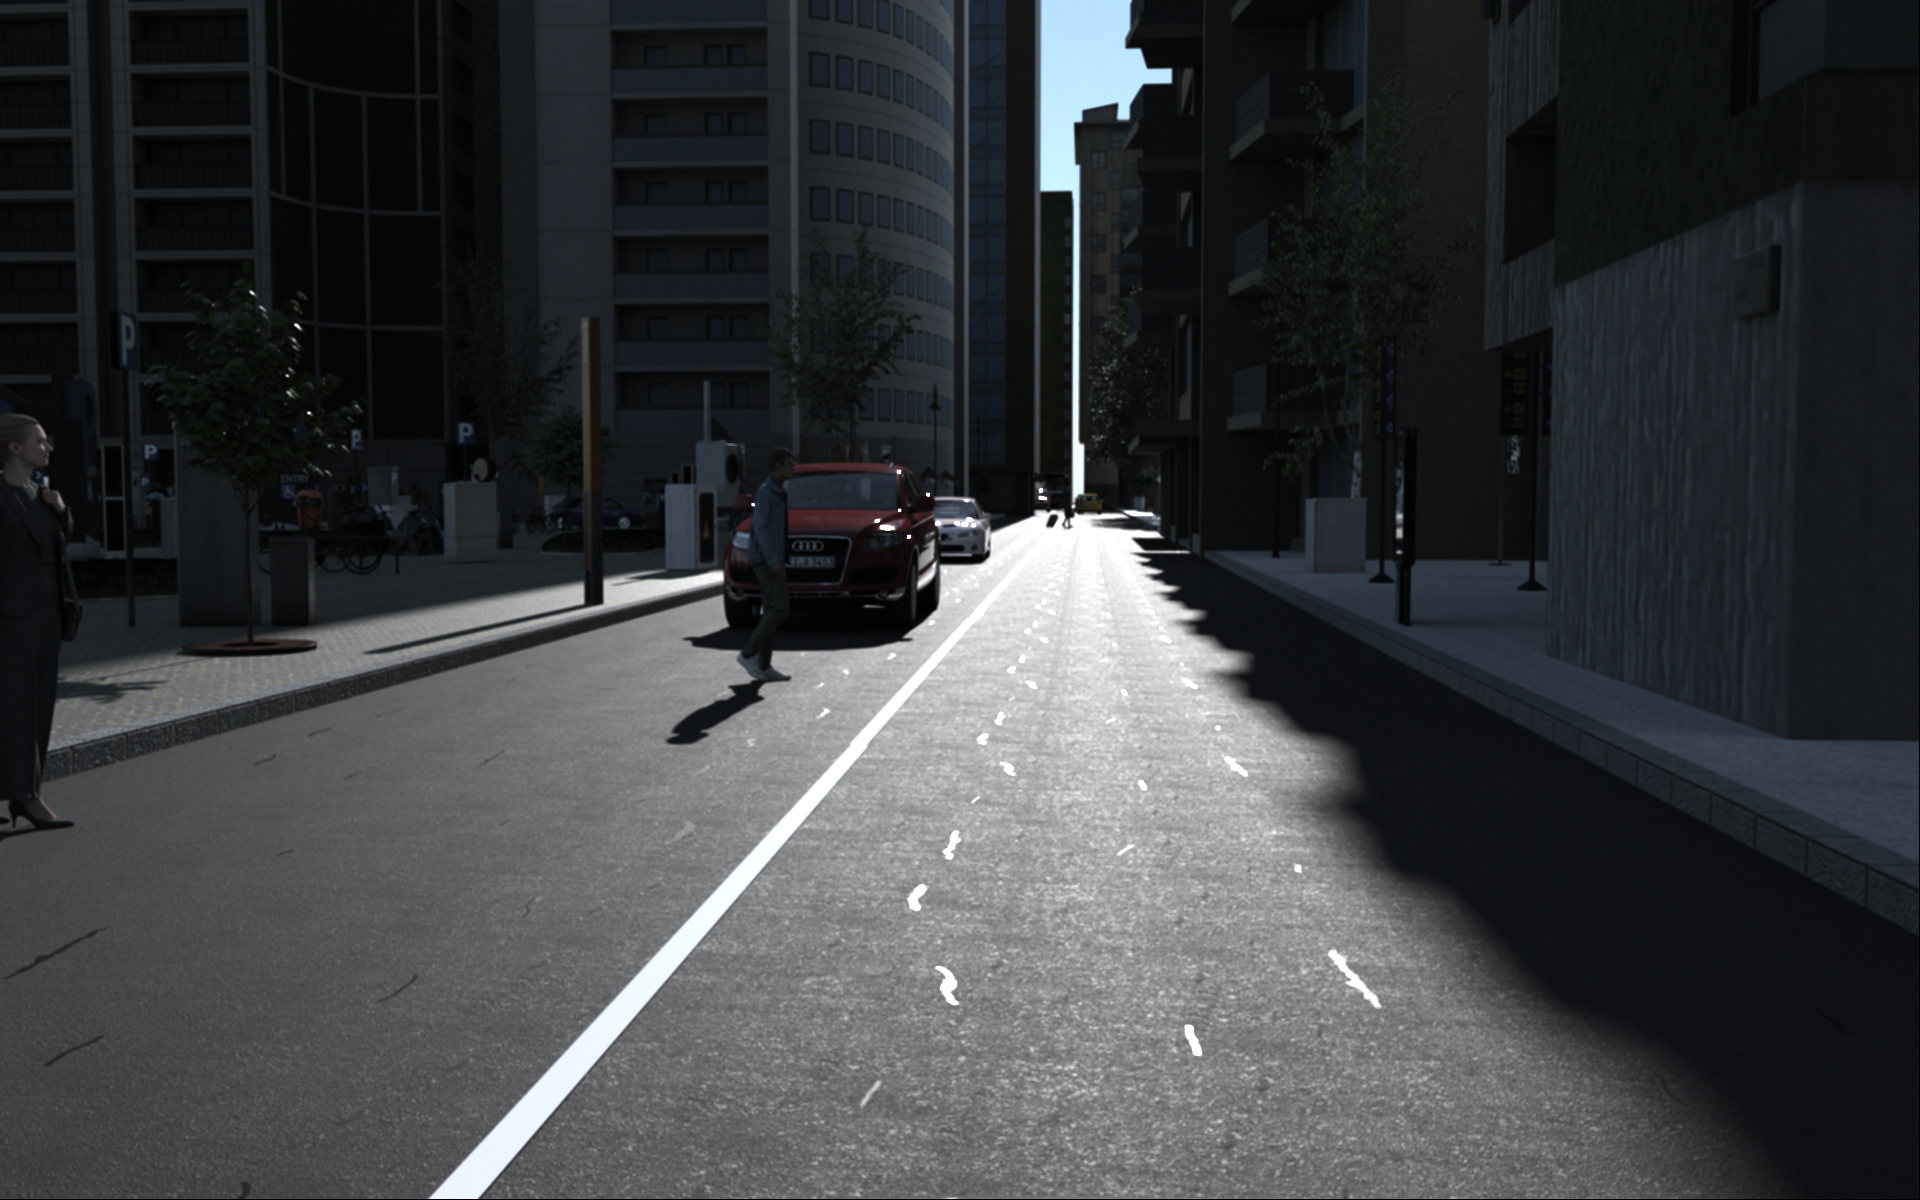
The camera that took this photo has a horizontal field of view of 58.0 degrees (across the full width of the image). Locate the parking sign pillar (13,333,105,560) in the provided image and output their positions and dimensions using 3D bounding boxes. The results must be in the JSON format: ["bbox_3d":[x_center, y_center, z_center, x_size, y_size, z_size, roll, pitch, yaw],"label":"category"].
[{"bbox_3d":[-15.218,-2.529,29.814,1.447,3.967,1.447,-1,4,-15],"label":"parking sign pillar"}]

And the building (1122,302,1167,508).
[{"bbox_3d":[30.025,-19.762,168.144,27.650,21.520,28.899,0,4,4],"label":"building"}]

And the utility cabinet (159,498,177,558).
[{"bbox_3d":[-13.780,-1.212,30.984,0.306,1.237,1.020,1,4,23],"label":"utility cabinet"}]

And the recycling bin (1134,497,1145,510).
[{"bbox_3d":[14.879,-8.002,143.387,0.722,1.027,0.722,2,4,33],"label":"recycling bin"}]

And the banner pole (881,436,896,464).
[{"bbox_3d":[-3.031,-5.177,74.661,0.863,3.779,0.401,1,4,22],"label":"banner pole"}]

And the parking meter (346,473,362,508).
[{"bbox_3d":[-16.854,-2.596,48.152,0.399,1.863,0.255,-1,4,-21],"label":"parking meter"}]

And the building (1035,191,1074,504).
[{"bbox_3d":[8.414,-33.797,236.171,14.086,41.232,14.154,0,4,4],"label":"building"}]

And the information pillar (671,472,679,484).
[{"bbox_3d":[-9.444,-3.258,57.757,0.304,2.012,0.304,0,4,6],"label":"information pillar"}]

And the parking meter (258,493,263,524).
[{"bbox_3d":[-29.858,-4.174,73.957,0.255,1.863,0.399,3,5,44],"label":"parking meter"}]

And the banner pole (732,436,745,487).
[{"bbox_3d":[-9.475,-5.136,73.988,0.863,3.779,0.401,3,4,36],"label":"banner pole"}]

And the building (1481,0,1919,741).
[{"bbox_3d":[11.815,-14.846,14.440,14.160,30.474,14.107,0,4,4],"label":"building"}]

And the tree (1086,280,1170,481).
[{"bbox_3d":[10.915,-10.516,88.949,9.611,12.733,9.660,0,3,0],"label":"tree"}]

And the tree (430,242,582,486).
[{"bbox_3d":[-13.602,-6.179,51.389,4.360,8.622,3.978,0,3,0],"label":"tree"}]

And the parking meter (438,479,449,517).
[{"bbox_3d":[-19.278,-3.609,64.717,0.399,1.863,0.255,-1,4,-11],"label":"parking meter"}]

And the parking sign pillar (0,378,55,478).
[{"bbox_3d":[-19.238,-2.817,34.523,1.447,3.967,1.447,0,4,1],"label":"parking sign pillar"}]

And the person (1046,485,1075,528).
[{"bbox_3d":[4.319,-3.988,73.917,1.509,1.804,0.699,-2,4,-31],"label":"person"}]

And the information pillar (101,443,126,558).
[{"bbox_3d":[-12.291,-1.269,25.232,0.304,2.012,0.304,-1,4,-17],"label":"information pillar"}]

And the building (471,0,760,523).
[{"bbox_3d":[-10.939,-33.503,89.773,21.231,58.520,28.212,0,4,4],"label":"building"}]

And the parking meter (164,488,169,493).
[{"bbox_3d":[-27.271,-3.113,59.312,0.372,1.533,0.369,0,3,0],"label":"parking meter"}]

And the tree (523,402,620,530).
[{"bbox_3d":[-13.856,-4.774,61.761,4.285,4.588,4.351,0,3,0],"label":"tree"}]

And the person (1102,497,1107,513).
[{"bbox_3d":[10.868,-7.145,129.996,0.362,1.253,0.373,0,4,5],"label":"person"}]

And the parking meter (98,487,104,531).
[{"bbox_3d":[-21.742,-2.147,43.521,0.372,1.533,0.369,0,3,0],"label":"parking meter"}]

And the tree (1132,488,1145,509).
[{"bbox_3d":[15.721,-9.685,152.953,1.663,3.219,1.824,0,3,0],"label":"tree"}]

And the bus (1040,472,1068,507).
[{"bbox_3d":[10.771,-12.468,195.402,2.896,3.916,12.252,0,4,5],"label":"bus"}]

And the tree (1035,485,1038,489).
[{"bbox_3d":[8.227,-12.955,206.419,1.663,3.219,1.824,0,3,0],"label":"tree"}]

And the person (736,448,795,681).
[{"bbox_3d":[-1.478,-0.269,13.237,0.444,1.785,0.601,1,4,9],"label":"person"}]

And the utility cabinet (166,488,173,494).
[{"bbox_3d":[-29.619,-3.392,64.138,1.173,1.500,0.318,-1,4,-17],"label":"utility cabinet"}]

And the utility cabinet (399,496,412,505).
[{"bbox_3d":[-17.419,-2.578,53.316,1.020,1.237,0.306,-2,4,-24],"label":"utility cabinet"}]

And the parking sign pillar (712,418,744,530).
[{"bbox_3d":[-8.339,-4.512,62.241,1.447,3.967,1.447,2,4,31],"label":"parking sign pillar"}]

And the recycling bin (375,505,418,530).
[{"bbox_3d":[-12.836,-1.648,39.497,0.722,1.027,0.722,3,5,44],"label":"recycling bin"}]

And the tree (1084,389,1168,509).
[{"bbox_3d":[14.246,-13.498,146.439,9.928,11.665,9.643,0,3,0],"label":"tree"}]

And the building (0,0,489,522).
[{"bbox_3d":[-34.419,-39.439,83.076,20.611,71.187,20.563,0,4,4],"label":"building"}]

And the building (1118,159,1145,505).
[{"bbox_3d":[26.649,-32.428,213.793,14.154,41.232,14.086,0,4,4],"label":"building"}]

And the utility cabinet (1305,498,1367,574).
[{"bbox_3d":[6.105,-1.040,28.165,1.020,1.237,0.306,-2,4,-25],"label":"utility cabinet"}]

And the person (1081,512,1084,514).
[{"bbox_3d":[9.001,-6.984,127.364,0.332,1.250,0.352,1,4,19],"label":"person"}]

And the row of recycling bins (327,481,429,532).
[{"bbox_3d":[-18.551,-2.945,55.260,3.534,1.692,1.069,1,4,13],"label":"row of recycling bins"}]

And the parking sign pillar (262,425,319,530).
[{"bbox_3d":[-16.885,-3.376,43.670,1.447,3.967,1.447,0,4,-4],"label":"parking sign pillar"}]

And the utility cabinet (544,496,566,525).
[{"bbox_3d":[-17.023,-3.770,72.793,0.306,1.237,1.020,2,4,28],"label":"utility cabinet"}]

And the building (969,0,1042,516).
[{"bbox_3d":[-1.564,-28.662,118.729,14.600,45.320,14.200,0,4,4],"label":"building"}]

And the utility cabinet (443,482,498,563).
[{"bbox_3d":[-9.188,-1.457,32.493,0.318,1.500,1.173,1,4,23],"label":"utility cabinet"}]

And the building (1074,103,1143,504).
[{"bbox_3d":[29.654,-39.882,241.305,27.495,52.752,28.713,0,4,4],"label":"building"}]

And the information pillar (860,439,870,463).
[{"bbox_3d":[-3.997,-5.011,73.283,0.504,3.616,0.183,3,4,36],"label":"information pillar"}]

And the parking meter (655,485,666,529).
[{"bbox_3d":[-8.192,-2.396,47.584,0.372,1.533,0.369,0,3,0],"label":"parking meter"}]

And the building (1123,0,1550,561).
[{"bbox_3d":[15.629,-23.903,45.441,22.147,44.769,28.867,0,4,4],"label":"building"}]

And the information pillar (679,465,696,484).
[{"bbox_3d":[-6.768,-2.378,43.373,0.304,2.012,0.304,1,4,11],"label":"information pillar"}]

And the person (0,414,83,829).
[{"bbox_3d":[-4.079,0.093,7.406,0.534,1.772,0.576,-1,4,-12],"label":"person"}]

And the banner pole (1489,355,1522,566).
[{"bbox_3d":[9.921,-2.523,31.270,0.863,3.779,0.401,-3,5,-40],"label":"banner pole"}]
